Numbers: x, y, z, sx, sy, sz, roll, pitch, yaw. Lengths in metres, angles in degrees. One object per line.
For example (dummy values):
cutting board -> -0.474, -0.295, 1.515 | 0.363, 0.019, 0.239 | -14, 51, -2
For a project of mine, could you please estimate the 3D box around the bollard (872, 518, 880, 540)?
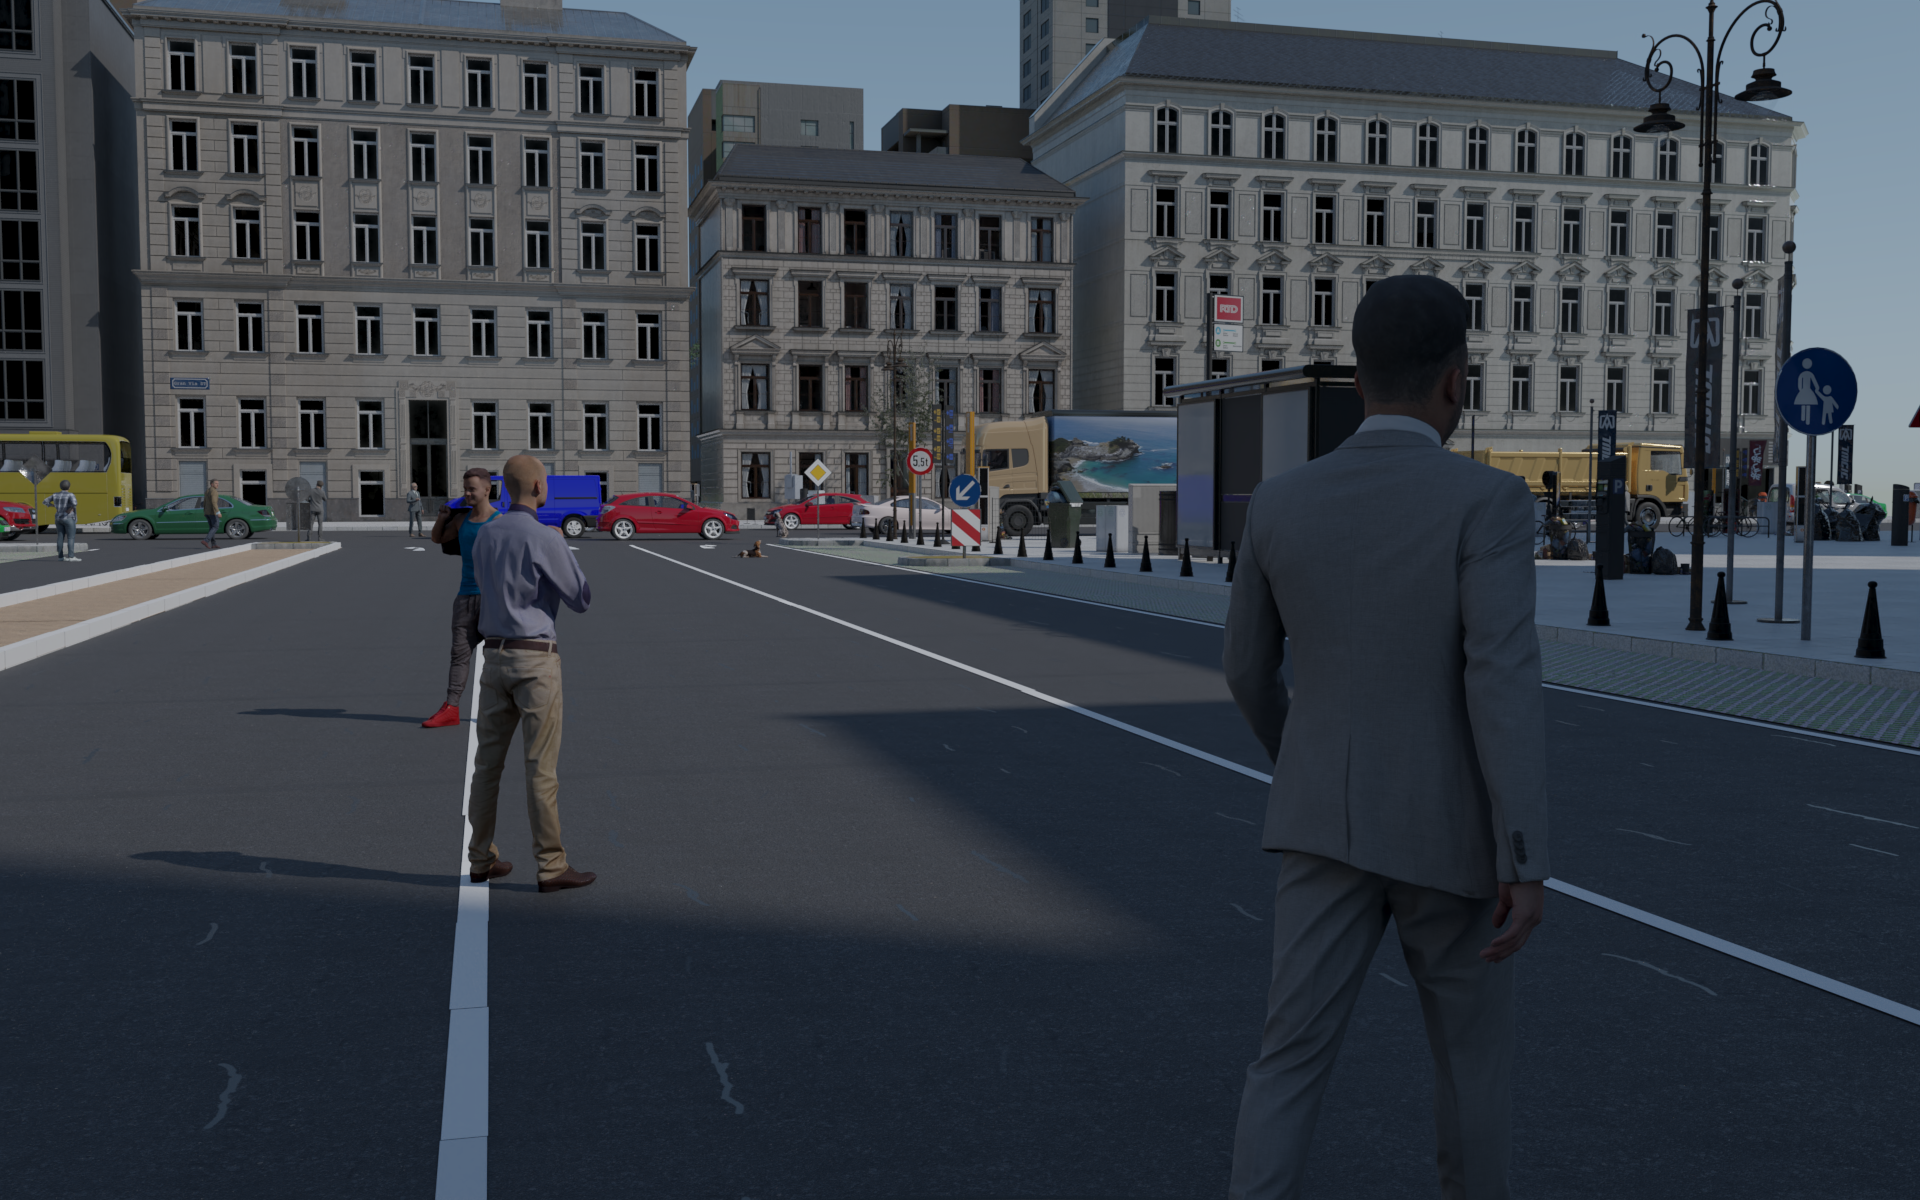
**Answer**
bollard -> -2.355, -1.993, 48.626 | 0.229, 0.601, 0.229 | 0, 3, 0

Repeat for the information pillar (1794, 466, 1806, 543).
information pillar -> 22.183, -2.516, 45.628 | 0.304, 2.012, 0.304 | 1, 4, 17

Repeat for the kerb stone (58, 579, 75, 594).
kerb stone -> -12.980, -0.167, 24.965 | 0.120, 0.150, 1.000 | -1, 4, -15

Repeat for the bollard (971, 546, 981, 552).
bollard -> 0.357, -1.380, 38.600 | 0.229, 0.601, 0.229 | 0, 3, 0

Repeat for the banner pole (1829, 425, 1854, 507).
banner pole -> 27.884, -3.970, 54.924 | 0.863, 3.779, 0.401 | 1, 4, 10

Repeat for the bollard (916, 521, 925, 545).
bollard -> -0.996, -1.686, 43.610 | 0.229, 0.601, 0.229 | 0, 3, 0

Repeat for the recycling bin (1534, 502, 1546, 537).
recycling bin -> 17.293, -2.431, 52.309 | 0.722, 1.027, 0.722 | 1, 4, 16

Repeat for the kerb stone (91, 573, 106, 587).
kerb stone -> -13.511, -0.288, 26.955 | 0.120, 0.150, 1.000 | -1, 4, -15

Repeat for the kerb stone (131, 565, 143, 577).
kerb stone -> -14.321, -0.469, 29.926 | 0.120, 0.150, 1.000 | -1, 4, -15

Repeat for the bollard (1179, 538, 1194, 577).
bollard -> 3.524, -0.666, 26.926 | 0.229, 0.601, 0.229 | 0, 3, 0

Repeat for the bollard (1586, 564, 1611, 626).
bollard -> 6.239, -0.053, 16.902 | 0.229, 0.601, 0.229 | 0, 3, 0

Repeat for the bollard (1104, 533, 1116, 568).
bollard -> 2.622, -0.870, 30.259 | 0.229, 0.601, 0.229 | 0, 3, 0

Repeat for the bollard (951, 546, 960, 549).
bollard -> -0.096, -1.482, 40.276 | 0.229, 0.601, 0.229 | 0, 3, 0

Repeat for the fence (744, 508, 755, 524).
fence -> -8.939, -3.590, 74.065 | 0.278, 0.683, 2.069 | -1, 4, -17

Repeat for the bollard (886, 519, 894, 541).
bollard -> -1.907, -1.891, 46.959 | 0.229, 0.601, 0.229 | 0, 3, 0

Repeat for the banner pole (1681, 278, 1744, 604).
banner pole -> 8.890, -1.858, 20.393 | 0.401, 3.779, 0.863 | -3, 4, -36

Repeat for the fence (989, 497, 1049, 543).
fence -> 1.893, -2.085, 45.285 | 2.264, 1.192, 0.480 | 0, 4, 1

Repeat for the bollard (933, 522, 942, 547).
bollard -> -0.545, -1.584, 41.944 | 0.229, 0.601, 0.229 | 0, 3, 0

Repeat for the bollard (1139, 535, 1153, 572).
bollard -> 3.071, -0.768, 28.591 | 0.229, 0.601, 0.229 | 0, 3, 0

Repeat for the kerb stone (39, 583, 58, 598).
kerb stone -> -12.710, -0.101, 23.971 | 0.120, 0.150, 1.000 | -1, 4, -15

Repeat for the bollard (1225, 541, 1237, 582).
bollard -> 3.977, -0.564, 25.258 | 0.229, 0.601, 0.229 | 0, 3, 0

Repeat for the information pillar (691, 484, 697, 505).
information pillar -> -19.047, -7.318, 124.135 | 0.304, 2.012, 0.304 | 1, 4, 21

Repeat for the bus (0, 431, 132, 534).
bus -> -36.397, -4.291, 61.697 | 12.252, 3.916, 2.896 | -1, 4, -17

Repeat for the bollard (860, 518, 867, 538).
bollard -> -2.810, -2.095, 50.297 | 0.229, 0.601, 0.229 | 0, 3, 0

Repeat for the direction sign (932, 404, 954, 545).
direction sign -> -0.431, -3.183, 44.047 | 0.379, 3.537, 0.876 | 3, 4, 36

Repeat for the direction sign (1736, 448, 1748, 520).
direction sign -> 38.503, -5.717, 85.469 | 0.379, 3.537, 0.876 | -1, 4, -18

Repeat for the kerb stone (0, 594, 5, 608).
kerb stone -> -12.169, 0.013, 21.985 | 0.120, 0.150, 1.000 | -1, 4, -15

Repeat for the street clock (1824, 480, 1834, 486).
street clock -> 46.021, -5.333, 91.766 | 0.358, 2.002, 0.471 | -2, 4, -27

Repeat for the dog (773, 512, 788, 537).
dog -> -5.972, -2.497, 57.666 | 0.513, 0.831, 0.800 | 0, 4, -8

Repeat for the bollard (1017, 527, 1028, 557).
bollard -> 1.267, -1.176, 35.261 | 0.229, 0.601, 0.229 | 0, 3, 0

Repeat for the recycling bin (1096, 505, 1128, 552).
recycling bin -> 3.517, -1.591, 38.569 | 0.722, 1.027, 0.722 | -2, 4, -35

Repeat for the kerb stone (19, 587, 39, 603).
kerb stone -> -12.440, -0.046, 22.973 | 0.120, 0.150, 1.000 | -1, 4, -15

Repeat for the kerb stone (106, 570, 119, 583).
kerb stone -> -13.786, -0.350, 27.946 | 0.120, 0.150, 1.000 | -1, 4, -15

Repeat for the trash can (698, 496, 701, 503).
trash can -> -18.596, -6.942, 125.154 | 0.748, 1.137, 0.748 | 0, 3, 0

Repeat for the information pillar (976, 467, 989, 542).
information pillar -> 0.601, -2.580, 46.672 | 0.304, 2.012, 0.304 | -1, 4, -14

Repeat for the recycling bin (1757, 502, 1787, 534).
recycling bin -> 25.962, -2.621, 55.411 | 0.722, 1.027, 0.722 | 1, 4, 11

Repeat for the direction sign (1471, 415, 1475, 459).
direction sign -> 14.809, -3.552, 50.075 | 0.379, 3.537, 0.876 | 1, 4, 13

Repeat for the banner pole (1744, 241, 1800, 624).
banner pole -> 8.258, -1.677, 17.442 | 0.401, 3.779, 0.863 | 1, 4, 17

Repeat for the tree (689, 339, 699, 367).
tree -> -26.108, -17.511, 142.187 | 12.611, 20.169, 13.585 | 0, 3, 0

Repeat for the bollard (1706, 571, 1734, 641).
bollard -> 6.690, 0.049, 15.236 | 0.229, 0.601, 0.229 | 0, 3, 0

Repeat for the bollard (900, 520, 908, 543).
bollard -> -1.454, -1.789, 45.293 | 0.229, 0.601, 0.229 | 0, 3, 0

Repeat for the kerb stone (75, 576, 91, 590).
kerb stone -> -13.248, -0.226, 25.957 | 0.120, 0.150, 1.000 | -1, 4, -15

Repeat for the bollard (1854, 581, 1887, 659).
bollard -> 7.142, 0.151, 13.570 | 0.229, 0.601, 0.229 | 0, 3, 0

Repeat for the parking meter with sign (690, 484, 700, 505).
parking meter with sign -> -19.605, -8.054, 127.947 | 1.738, 3.016, 0.543 | -2, 4, -27

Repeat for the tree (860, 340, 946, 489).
tree -> -2.494, -8.112, 82.994 | 4.360, 8.622, 3.978 | 0, 3, 0

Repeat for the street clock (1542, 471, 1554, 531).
street clock -> 18.293, -3.012, 53.814 | 0.358, 2.002, 0.471 | -1, 4, -13

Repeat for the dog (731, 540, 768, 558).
dog -> -4.749, -1.156, 39.096 | 0.748, 0.427, 0.550 | 1, 4, 18

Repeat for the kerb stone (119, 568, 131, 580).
kerb stone -> -14.053, -0.412, 28.936 | 0.120, 0.150, 1.000 | -1, 4, -15

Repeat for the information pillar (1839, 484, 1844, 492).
information pillar -> 48.489, -6.353, 95.224 | 0.183, 3.616, 0.504 | 0, 4, 5

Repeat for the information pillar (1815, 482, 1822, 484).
information pillar -> 51.394, -6.070, 103.742 | 0.304, 2.012, 0.304 | 2, 4, 35

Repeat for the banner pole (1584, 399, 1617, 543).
banner pole -> 16.786, -3.390, 45.444 | 0.863, 3.779, 0.401 | 1, 4, 12

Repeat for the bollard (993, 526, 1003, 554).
bollard -> 0.817, -1.278, 36.934 | 0.229, 0.601, 0.229 | 0, 3, 0

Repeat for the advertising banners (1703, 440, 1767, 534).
advertising banners -> 25.066, -3.678, 56.325 | 2.074, 3.025, 0.090 | 1, 4, 22

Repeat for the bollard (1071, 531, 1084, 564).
bollard -> 2.170, -0.971, 31.925 | 0.229, 0.601, 0.229 | 0, 3, 0

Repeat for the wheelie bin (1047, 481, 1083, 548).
wheelie bin -> 2.473, -2.042, 41.293 | 0.693, 1.594, 0.980 | 2, 4, 35

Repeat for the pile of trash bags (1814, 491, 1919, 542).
pile of trash bags -> 24.511, -2.287, 47.147 | 1.912, 1.369, 3.447 | -1, 4, -23

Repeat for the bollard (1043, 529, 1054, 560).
bollard -> 1.715, -1.074, 33.594 | 0.229, 0.601, 0.229 | 0, 3, 0

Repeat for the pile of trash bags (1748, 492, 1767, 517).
pile of trash bags -> 42.959, -5.045, 92.235 | 1.912, 1.369, 3.447 | 1, 4, 15
